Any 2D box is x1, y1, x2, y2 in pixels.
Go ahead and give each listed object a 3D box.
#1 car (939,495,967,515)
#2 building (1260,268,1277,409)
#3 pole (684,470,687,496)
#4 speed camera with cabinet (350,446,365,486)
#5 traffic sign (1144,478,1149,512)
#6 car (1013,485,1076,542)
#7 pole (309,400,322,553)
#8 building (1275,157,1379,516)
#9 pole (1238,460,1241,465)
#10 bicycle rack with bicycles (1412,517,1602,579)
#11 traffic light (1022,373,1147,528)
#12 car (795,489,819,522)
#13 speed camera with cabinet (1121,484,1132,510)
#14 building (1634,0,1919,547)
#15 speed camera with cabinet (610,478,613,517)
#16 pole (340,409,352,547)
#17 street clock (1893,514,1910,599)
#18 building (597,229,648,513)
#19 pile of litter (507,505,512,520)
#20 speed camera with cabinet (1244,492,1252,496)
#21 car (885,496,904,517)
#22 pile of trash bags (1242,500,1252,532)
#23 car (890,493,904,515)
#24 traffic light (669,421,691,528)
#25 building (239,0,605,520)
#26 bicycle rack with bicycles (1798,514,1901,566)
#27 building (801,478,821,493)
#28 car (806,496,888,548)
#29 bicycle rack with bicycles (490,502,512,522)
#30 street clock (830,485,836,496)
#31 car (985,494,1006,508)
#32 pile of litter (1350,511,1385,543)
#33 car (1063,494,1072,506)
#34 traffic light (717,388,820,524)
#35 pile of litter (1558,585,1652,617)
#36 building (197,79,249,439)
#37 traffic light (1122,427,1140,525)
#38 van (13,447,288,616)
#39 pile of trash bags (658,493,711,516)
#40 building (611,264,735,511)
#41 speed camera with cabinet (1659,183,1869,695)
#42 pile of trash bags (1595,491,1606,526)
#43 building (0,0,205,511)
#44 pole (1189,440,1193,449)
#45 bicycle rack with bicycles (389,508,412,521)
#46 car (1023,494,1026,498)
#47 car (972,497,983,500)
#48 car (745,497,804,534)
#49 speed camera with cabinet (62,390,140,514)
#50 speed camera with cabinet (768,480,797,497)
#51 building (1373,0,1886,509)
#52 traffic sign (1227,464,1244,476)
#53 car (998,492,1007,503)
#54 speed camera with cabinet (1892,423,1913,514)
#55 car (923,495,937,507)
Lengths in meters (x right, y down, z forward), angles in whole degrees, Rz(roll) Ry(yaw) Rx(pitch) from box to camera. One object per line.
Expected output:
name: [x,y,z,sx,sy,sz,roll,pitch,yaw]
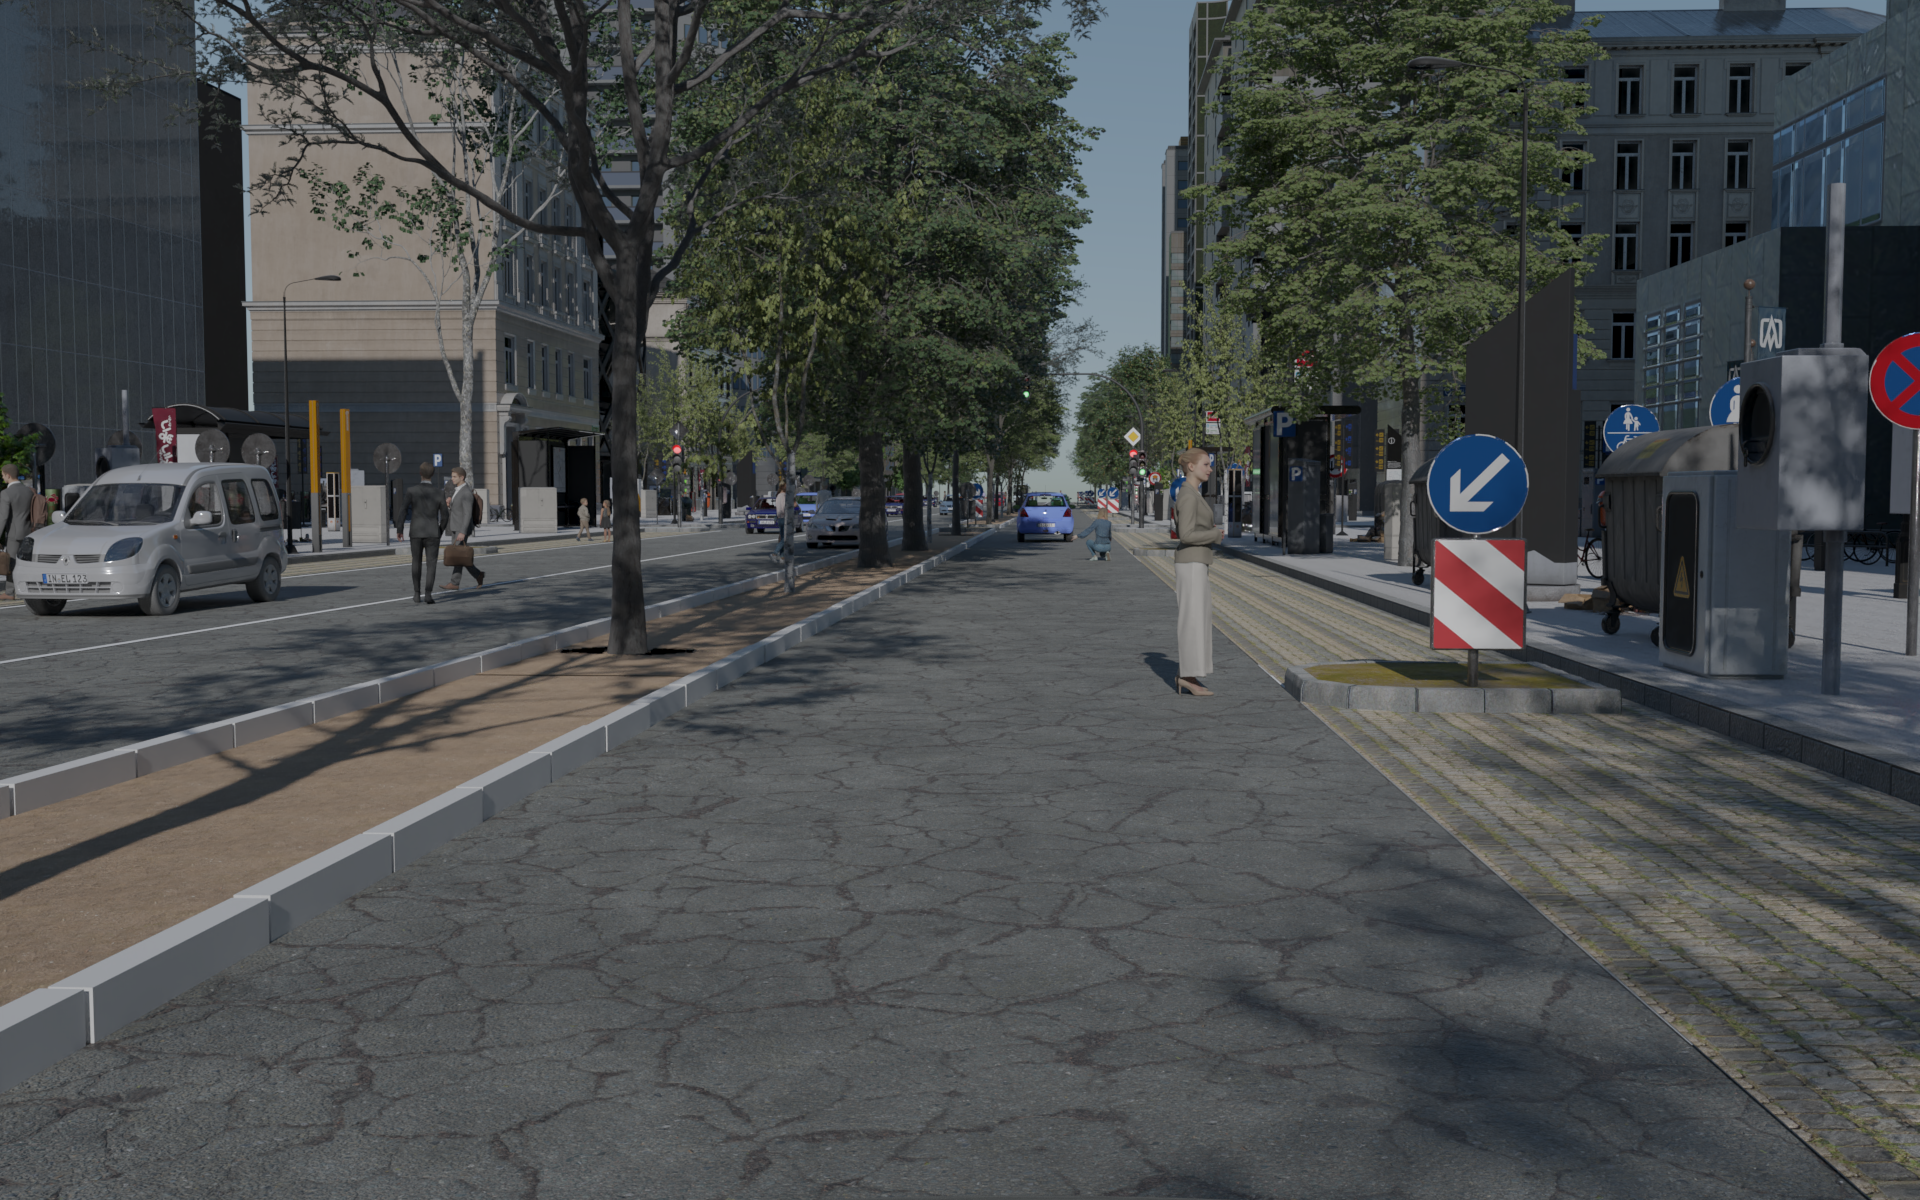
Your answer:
car: [-0.360,-6.452,117.486,2.014,1.417,4.499,0,4,5]
building: [31.165,-18.905,138.773,12.332,23.373,15.834,0,4,3]
pole: [-18.541,-7.520,116.797,0.158,3.312,0.155,0,3,0]
speed camera with cabinet: [-21.985,-4.225,63.419,0.660,3.252,2.038,-2,4,-32]
traffic sign: [11.151,-6.270,104.649,0.606,2.300,0.079,1,4,8]
car: [2.578,-2.646,52.852,1.945,1.707,3.694,0,4,1]
pole: [-14.080,-2.691,37.845,0.158,3.312,0.155,0,3,0]
building: [29.808,-18.131,115.507,14.314,24.678,30.058,0,4,3]
pole: [16.624,-6.682,103.099,0.158,3.312,0.155,0,3,0]
bicycle rack with bicycles: [8.383,-0.839,27.099,2.852,0.926,2.925,-1,4,-12]
traffic light: [4.699,-5.522,64.948,4.771,5.953,1.251,0,4,3]
car: [-6.922,-4.278,79.529,1.945,1.707,3.694,0,4,2]
speed camera with cabinet: [13.684,-8.997,141.441,0.660,3.252,2.038,1,4,18]
building: [30.596,-44.109,33.860,22.319,86.520,31.000,0,4,3]
speed camera with cabinet: [-18.343,-6.013,92.655,0.660,3.252,2.038,0,4,-5]
pole: [-14.752,-2.922,41.622,0.158,3.312,0.155,0,3,0]
street clock: [11.601,-1.019,21.225,0.358,2.002,0.471,1,4,10]
building: [-29.761,-15.174,115.540,16.820,18.784,16.811,0,4,3]
pile of litter: [-21.680,-4.369,85.392,1.176,0.858,1.719,2,4,26]
speed camera with cabinet: [22.213,-8.328,130.495,2.038,3.252,0.660,1,4,9]
car: [-4.089,-5.905,109.123,1.945,1.354,3.894,0,4,5]
pile of trash bags: [10.652,-3.029,59.270,1.912,1.369,3.447,2,4,28]
car: [-3.772,-6.707,118.700,2.155,1.783,4.494,0,4,4]
traffic light: [-10.689,-4.714,65.986,0.839,4.253,0.868,0,4,3]
building: [-28.793,-18.985,96.307,13.634,28.700,20.117,0,4,3]
bicycle rack with bicycles: [16.679,-1.147,32.133,2.852,0.926,2.925,-2,4,-34]
building: [-32.025,-30.542,191.238,32.217,40.220,23.993,0,4,3]
car: [-3.044,-2.142,47.389,2.083,1.381,4.827,0,4,4]
bicycle rack with bicycles: [-21.877,-4.019,79.085,2.925,0.926,2.852,-1,4,-13]
street clock: [-10.025,-8.073,136.566,0.471,2.002,0.358,3,4,38]
car: [3.608,-10.271,176.974,2.155,1.783,4.494,0,4,1]
pile of litter: [11.112,-1.967,46.127,1.176,0.858,1.719,-1,4,-17]
car: [9.631,-9.429,165.968,2.131,1.459,4.920,0,4,5]
traffic light: [-8.121,-6.067,73.869,4.771,5.953,1.251,0,4,3]
pile of litter: [7.195,-0.310,19.038,1.176,0.858,1.719,2,4,29]
building: [-48.489,-16.043,91.976,15.834,23.373,12.332,0,4,3]
traffic light: [7.267,-5.139,72.937,0.839,4.253,0.868,0,4,3]
van: [-10.063,-0.900,21.728,2.013,2.044,4.112,0,4,4]
pile of trash bags: [-16.712,-5.781,104.270,3.447,1.369,1.912,-1,4,-11]
building: [-24.530,-16.773,138.860,10.561,19.102,19.286,0,4,3]
speed camera with cabinet: [5.439,-1.070,11.837,0.660,3.252,2.038,0,4,3]
pile of trash bags: [15.201,-2.127,44.527,3.447,1.369,1.912,1,4,12]
building: [-34.805,-14.212,50.396,19.932,24.808,12.078,0,4,3]
pole: [8.690,-4.374,65.353,0.158,3.312,0.155,0,3,0]
bicycle rack with bicycles: [-27.766,-4.280,83.360,2.925,0.926,2.852,-3,4,-36]
car: [10.966,-16.567,282.875,2.014,1.417,4.499,0,4,1]
car: [2.034,-12.822,221.636,2.014,1.417,4.499,0,4,2]
car: [-6.789,-3.112,63.453,1.945,1.354,3.894,0,4,3]
speed camera with cabinet: [-16.539,-2.384,33.318,2.038,3.252,0.660,3,4,38]
speed camera with cabinet: [-11.148,-6.999,108.768,0.660,3.252,2.038,3,4,39]
building: [34.410,-17.738,87.283,25.104,27.353,12.463,0,4,3]
traffic sign: [11.476,-4.418,72.340,0.768,2.556,0.104,0,4,5]
car: [6.571,-16.827,283.799,2.281,1.827,5.304,0,4,3]
speed camera with cabinet: [12.017,-1.586,20.271,2.038,3.252,0.660,0,4,-6]
car: [-3.391,-10.591,185.736,1.945,1.354,3.894,0,4,3]
